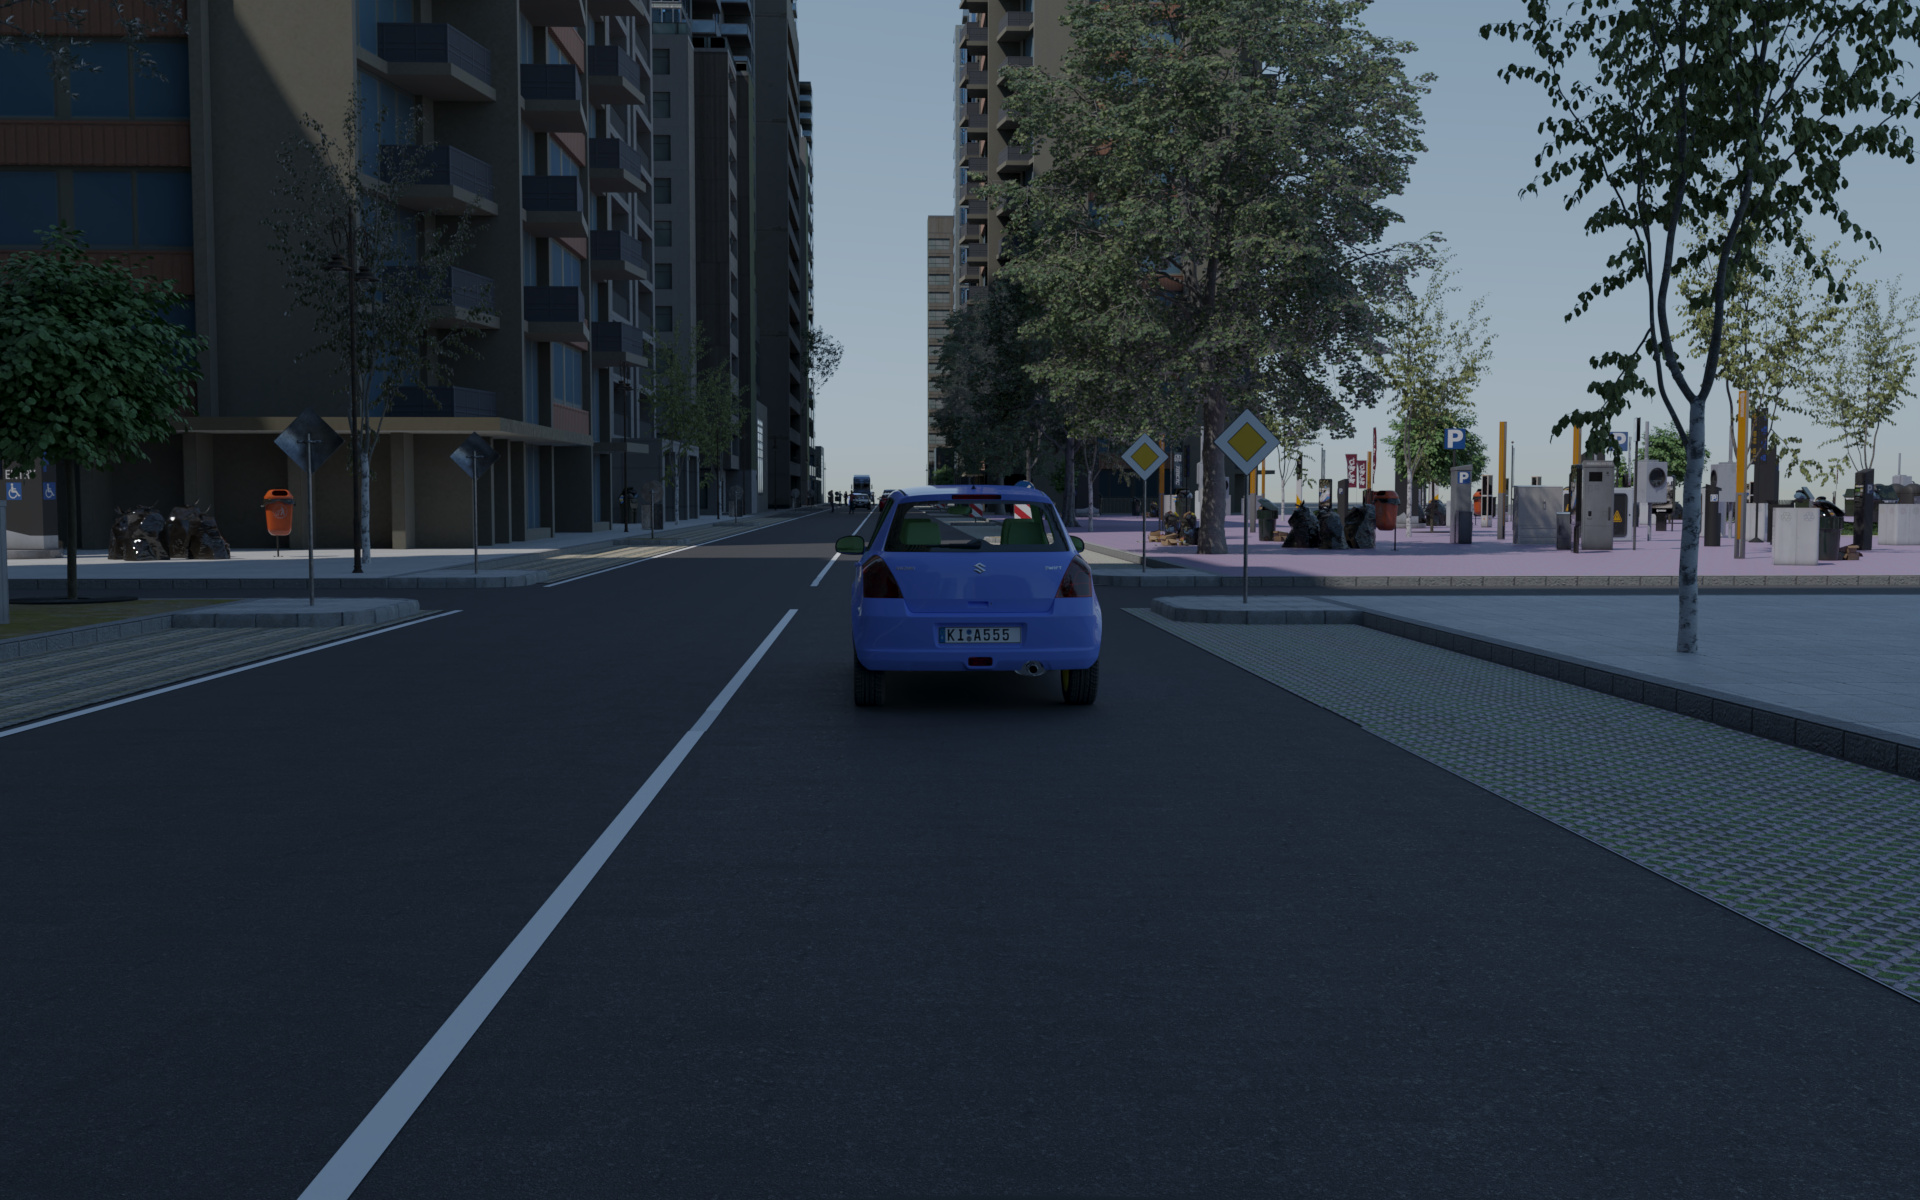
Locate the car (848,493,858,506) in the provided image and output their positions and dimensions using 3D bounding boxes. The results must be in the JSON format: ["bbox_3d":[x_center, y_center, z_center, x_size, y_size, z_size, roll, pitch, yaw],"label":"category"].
[{"bbox_3d":[-11.583,-11.261,193.713,1.945,1.707,3.694,0,4,-1],"label":"car"}]

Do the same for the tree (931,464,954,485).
[{"bbox_3d":[-1.524,-12.683,191.077,4.285,4.588,4.351,0,3,0],"label":"tree"}]

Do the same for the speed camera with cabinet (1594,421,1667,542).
[{"bbox_3d":[18.085,-3.210,46.820,2.038,3.252,0.660,-1,4,-17],"label":"speed camera with cabinet"}]

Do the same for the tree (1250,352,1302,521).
[{"bbox_3d":[15.443,-8.041,81.830,4.737,8.622,4.395,0,3,0],"label":"tree"}]

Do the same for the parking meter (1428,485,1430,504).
[{"bbox_3d":[27.017,-5.710,99.072,0.399,1.863,0.255,-1,4,-16],"label":"parking meter"}]

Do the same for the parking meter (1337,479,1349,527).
[{"bbox_3d":[14.540,-3.675,65.790,0.255,1.863,0.399,-2,4,-33],"label":"parking meter"}]

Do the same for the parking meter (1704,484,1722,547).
[{"bbox_3d":[18.412,-2.076,42.347,0.372,1.533,0.369,0,3,0],"label":"parking meter"}]

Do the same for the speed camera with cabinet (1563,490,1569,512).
[{"bbox_3d":[27.119,-4.968,75.560,0.660,3.252,2.038,-1,4,-15],"label":"speed camera with cabinet"}]

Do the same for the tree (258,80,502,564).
[{"bbox_3d":[-10.818,-4.990,31.957,4.360,8.622,3.978,0,3,0],"label":"tree"}]

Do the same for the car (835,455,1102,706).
[{"bbox_3d":[0.024,-0.212,13.060,1.945,1.707,3.694,0,4,-4],"label":"car"}]

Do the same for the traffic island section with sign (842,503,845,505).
[{"bbox_3d":[-16.710,-13.930,236.386,1.989,1.847,2.006,0,4,-2],"label":"traffic island section with sign"}]

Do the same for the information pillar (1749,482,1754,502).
[{"bbox_3d":[46.387,-5.930,101.441,0.304,2.012,0.304,1,4,21],"label":"information pillar"}]

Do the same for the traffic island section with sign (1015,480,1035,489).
[{"bbox_3d":[1.728,-2.603,51.191,1.989,1.847,2.006,0,4,-2],"label":"traffic island section with sign"}]

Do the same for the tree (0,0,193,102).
[{"bbox_3d":[-10.249,-6.147,10.878,12.009,13.543,11.850,0,3,0],"label":"tree"}]

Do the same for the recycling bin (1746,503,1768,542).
[{"bbox_3d":[21.621,-2.114,47.115,0.722,1.027,0.722,3,5,41],"label":"recycling bin"}]

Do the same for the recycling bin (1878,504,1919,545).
[{"bbox_3d":[23.641,-1.897,43.562,0.722,1.027,0.722,0,4,-7],"label":"recycling bin"}]

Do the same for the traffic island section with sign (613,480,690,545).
[{"bbox_3d":[-8.729,-2.480,49.179,1.989,1.847,2.006,0,4,-2],"label":"traffic island section with sign"}]

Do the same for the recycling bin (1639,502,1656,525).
[{"bbox_3d":[28.696,-3.634,71.978,0.722,1.027,0.722,2,4,33],"label":"recycling bin"}]

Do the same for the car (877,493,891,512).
[{"bbox_3d":[-5.758,-8.145,142.210,2.155,1.783,4.494,0,4,-2],"label":"car"}]

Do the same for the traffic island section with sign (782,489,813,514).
[{"bbox_3d":[-12.087,-7.291,127.839,1.989,1.847,2.006,0,4,-2],"label":"traffic island section with sign"}]

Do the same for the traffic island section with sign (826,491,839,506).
[{"bbox_3d":[-15.529,-12.230,208.587,1.989,1.847,2.006,0,4,-2],"label":"traffic island section with sign"}]

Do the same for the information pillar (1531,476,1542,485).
[{"bbox_3d":[23.873,-4.115,71.778,0.304,2.012,0.304,-3,4,-36],"label":"information pillar"}]

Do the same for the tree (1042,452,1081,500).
[{"bbox_3d":[4.706,-5.080,77.659,1.663,3.219,1.824,0,3,0],"label":"tree"}]

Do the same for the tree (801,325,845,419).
[{"bbox_3d":[-18.782,-19.720,178.308,12.611,20.169,13.585,0,3,0],"label":"tree"}]

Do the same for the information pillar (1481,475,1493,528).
[{"bbox_3d":[20.204,-3.786,66.399,0.304,2.012,0.304,-2,4,-35],"label":"information pillar"}]

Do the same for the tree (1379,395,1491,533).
[{"bbox_3d":[15.623,-4.513,57.502,4.285,4.588,4.351,0,3,0],"label":"tree"}]

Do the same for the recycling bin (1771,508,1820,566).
[{"bbox_3d":[15.146,-1.153,31.403,0.722,1.027,0.722,1,4,22],"label":"recycling bin"}]

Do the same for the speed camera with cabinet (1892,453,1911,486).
[{"bbox_3d":[45.637,-5.417,82.910,0.660,3.252,2.038,-1,4,-15],"label":"speed camera with cabinet"}]

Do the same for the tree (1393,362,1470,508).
[{"bbox_3d":[25.515,-8.844,94.959,4.360,8.622,3.978,0,3,0],"label":"tree"}]

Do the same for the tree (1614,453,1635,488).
[{"bbox_3d":[30.290,-5.193,79.511,1.663,3.219,1.824,0,3,0],"label":"tree"}]

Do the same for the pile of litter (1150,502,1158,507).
[{"bbox_3d":[10.395,-4.906,94.181,1.719,0.858,1.176,0,4,-3],"label":"pile of litter"}]

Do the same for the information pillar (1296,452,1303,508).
[{"bbox_3d":[19.043,-6.471,97.148,0.183,3.616,0.504,-1,4,-23],"label":"information pillar"}]

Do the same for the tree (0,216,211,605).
[{"bbox_3d":[-10.712,-2.255,20.585,4.285,4.588,4.351,0,3,0],"label":"tree"}]

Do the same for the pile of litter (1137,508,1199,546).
[{"bbox_3d":[5.486,-1.800,43.391,1.719,0.858,1.176,-2,4,-35],"label":"pile of litter"}]

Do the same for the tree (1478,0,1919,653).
[{"bbox_3d":[6.093,-3.889,13.951,4.737,8.622,4.395,0,3,0],"label":"tree"}]

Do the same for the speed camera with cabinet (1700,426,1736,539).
[{"bbox_3d":[22.144,-3.452,50.781,0.660,3.252,2.038,0,4,5],"label":"speed camera with cabinet"}]

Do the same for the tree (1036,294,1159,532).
[{"bbox_3d":[4.457,-6.588,58.078,4.360,8.622,3.978,0,3,0],"label":"tree"}]

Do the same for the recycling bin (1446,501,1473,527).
[{"bbox_3d":[19.297,-3.326,66.931,0.722,1.027,0.722,-2,4,-25],"label":"recycling bin"}]

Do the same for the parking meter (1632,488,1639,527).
[{"bbox_3d":[26.315,-3.621,67.606,0.372,1.533,0.369,0,3,0],"label":"parking meter"}]

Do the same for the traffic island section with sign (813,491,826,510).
[{"bbox_3d":[-13.237,-8.938,154.770,1.989,1.847,2.006,0,4,-2],"label":"traffic island section with sign"}]

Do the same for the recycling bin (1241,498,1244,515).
[{"bbox_3d":[17.391,-5.600,104.115,0.722,1.027,0.722,3,5,42],"label":"recycling bin"}]

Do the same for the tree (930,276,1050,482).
[{"bbox_3d":[3.597,-10.880,88.265,12.009,13.543,11.850,0,3,0],"label":"tree"}]

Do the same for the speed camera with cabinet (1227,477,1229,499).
[{"bbox_3d":[12.777,-5.712,87.732,2.038,3.252,0.660,-3,5,-42],"label":"speed camera with cabinet"}]

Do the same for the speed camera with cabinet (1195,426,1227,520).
[{"bbox_3d":[7.214,-3.403,49.979,0.660,3.252,2.038,0,4,5],"label":"speed camera with cabinet"}]

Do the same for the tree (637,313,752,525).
[{"bbox_3d":[-11.563,-7.417,71.624,4.737,8.622,4.395,0,3,0],"label":"tree"}]

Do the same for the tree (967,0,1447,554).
[{"bbox_3d":[5.314,-7.960,36.805,9.857,13.997,8.962,0,3,0],"label":"tree"}]

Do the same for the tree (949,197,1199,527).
[{"bbox_3d":[4.352,-9.190,67.272,9.611,12.733,9.660,0,3,0],"label":"tree"}]

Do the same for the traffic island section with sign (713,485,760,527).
[{"bbox_3d":[-9.909,-4.175,76.883,1.989,1.847,2.006,0,4,-2],"label":"traffic island section with sign"}]

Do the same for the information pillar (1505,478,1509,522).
[{"bbox_3d":[24.942,-4.581,79.398,0.304,2.012,0.304,-2,4,-34],"label":"information pillar"}]

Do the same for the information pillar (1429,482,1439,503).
[{"bbox_3d":[25.281,-6.179,92.379,0.504,3.616,0.183,1,4,22],"label":"information pillar"}]

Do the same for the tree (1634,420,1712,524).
[{"bbox_3d":[30.748,-5.578,74.918,4.285,4.588,4.351,0,3,0],"label":"tree"}]

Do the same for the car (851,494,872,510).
[{"bbox_3d":[-9.027,-9.052,157.779,2.009,1.686,4.222,0,4,-1],"label":"car"}]

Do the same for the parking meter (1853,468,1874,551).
[{"bbox_3d":[20.534,-2.058,39.365,0.399,1.863,0.255,-2,4,-29],"label":"parking meter"}]
